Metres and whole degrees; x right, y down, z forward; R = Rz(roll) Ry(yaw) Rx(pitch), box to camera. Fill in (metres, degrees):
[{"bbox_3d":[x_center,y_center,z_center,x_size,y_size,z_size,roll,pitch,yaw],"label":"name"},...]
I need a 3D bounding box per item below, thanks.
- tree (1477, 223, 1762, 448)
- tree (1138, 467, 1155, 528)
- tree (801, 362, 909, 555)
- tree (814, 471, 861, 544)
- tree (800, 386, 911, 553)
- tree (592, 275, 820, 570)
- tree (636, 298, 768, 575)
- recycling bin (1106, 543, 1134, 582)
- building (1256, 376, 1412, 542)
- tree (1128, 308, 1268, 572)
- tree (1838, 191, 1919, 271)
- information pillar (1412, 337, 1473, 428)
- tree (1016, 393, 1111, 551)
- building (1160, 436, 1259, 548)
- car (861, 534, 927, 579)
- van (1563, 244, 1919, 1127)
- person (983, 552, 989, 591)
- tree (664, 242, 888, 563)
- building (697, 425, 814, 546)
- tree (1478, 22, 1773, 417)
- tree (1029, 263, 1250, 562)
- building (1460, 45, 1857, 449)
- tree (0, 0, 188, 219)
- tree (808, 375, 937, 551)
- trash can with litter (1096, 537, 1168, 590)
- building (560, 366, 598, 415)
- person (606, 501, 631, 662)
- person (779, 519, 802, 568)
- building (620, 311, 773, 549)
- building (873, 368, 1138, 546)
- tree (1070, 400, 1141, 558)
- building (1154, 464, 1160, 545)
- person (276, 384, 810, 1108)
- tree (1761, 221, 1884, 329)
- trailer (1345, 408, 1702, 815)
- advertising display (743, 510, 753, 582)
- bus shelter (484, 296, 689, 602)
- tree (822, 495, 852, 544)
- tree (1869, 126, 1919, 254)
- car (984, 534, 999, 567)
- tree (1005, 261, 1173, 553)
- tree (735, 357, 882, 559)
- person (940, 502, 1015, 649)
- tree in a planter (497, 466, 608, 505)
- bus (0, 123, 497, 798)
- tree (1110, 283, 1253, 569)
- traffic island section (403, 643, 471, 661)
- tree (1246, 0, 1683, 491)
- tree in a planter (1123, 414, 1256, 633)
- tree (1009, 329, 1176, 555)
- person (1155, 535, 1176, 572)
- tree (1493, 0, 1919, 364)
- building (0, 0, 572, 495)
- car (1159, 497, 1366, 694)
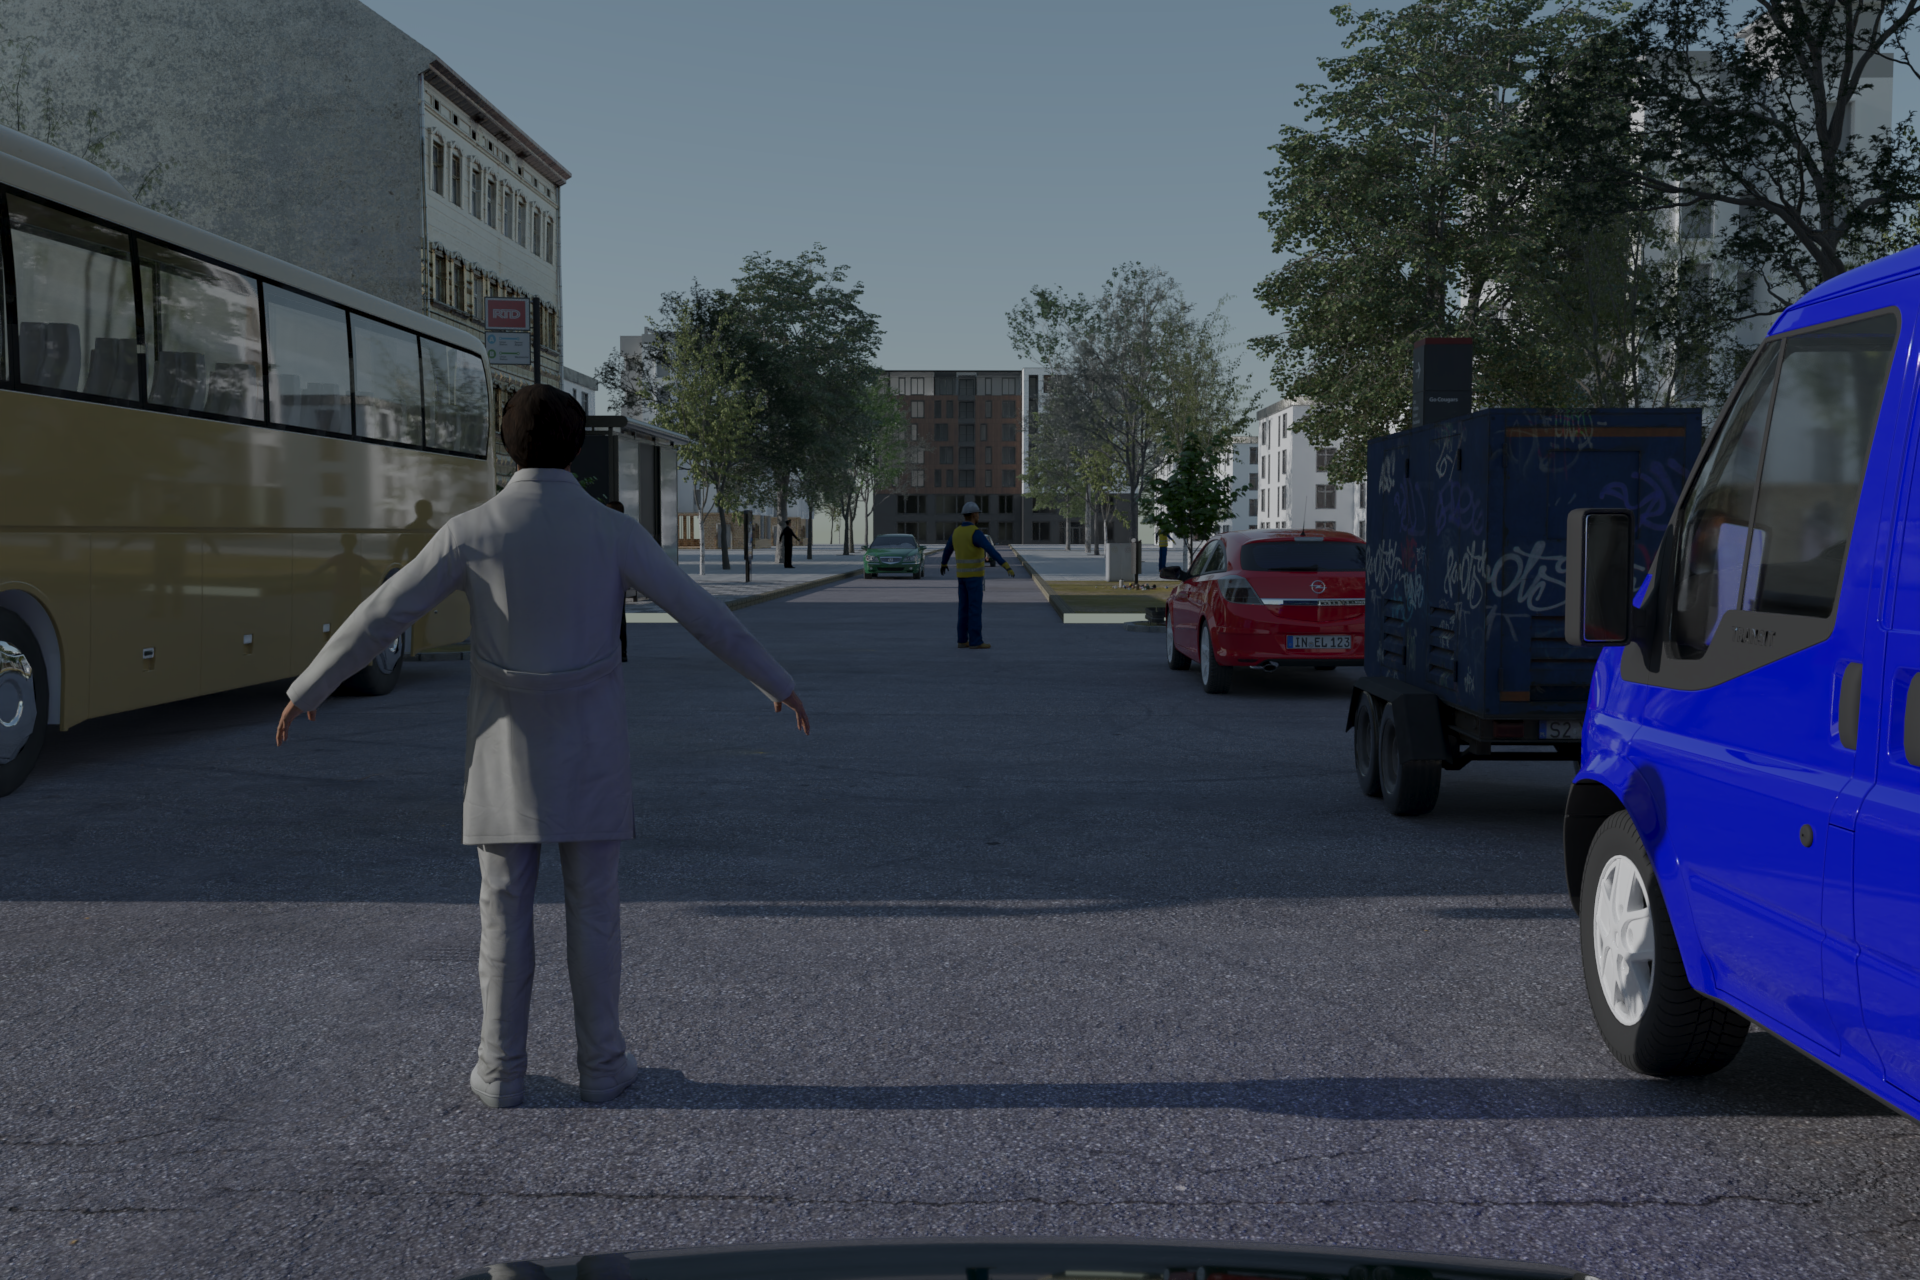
[{"bbox_3d":[17.945,-6.883,46.955,8.767,10.594,7.601,0,4,5],"label":"tree"},{"bbox_3d":[26.581,-18.785,225.266,7.486,12.596,7.792,0,3,0],"label":"tree"},{"bbox_3d":[-6.889,-10.907,104.091,9.928,11.665,9.643,0,3,0],"label":"tree"},{"bbox_3d":[-16.053,-17.451,219.740,7.601,10.594,8.767,1,4,10],"label":"tree"},{"bbox_3d":[-7.219,-11.668,116.523,9.928,11.665,9.643,0,3,0],"label":"tree"},{"bbox_3d":[-8.667,-7.834,62.506,7.601,10.594,8.767,3,5,44],"label":"tree"},{"bbox_3d":[-8.021,-6.327,53.814,4.737,8.622,4.395,0,3,0],"label":"tree"},{"bbox_3d":[4.324,-2.096,46.824,0.722,1.027,0.722,0,4,1],"label":"recycling bin"},{"bbox_3d":[24.535,-9.952,104.866,9.099,9.664,28.070,0,4,1],"label":"building"},{"bbox_3d":[7.664,-6.519,56.952,4.737,8.622,4.395,0,3,0],"label":"tree"},{"bbox_3d":[19.087,-5.139,34.383,4.737,8.622,4.395,0,3,0],"label":"tree"},{"bbox_3d":[6.428,-2.067,23.173,0.750,3.857,0.750,0,4,1],"label":"information pillar"},{"bbox_3d":[8.184,-13.194,133.845,7.486,12.596,7.792,0,3,0],"label":"tree"},{"bbox_3d":[24.397,-13.484,162.614,9.099,9.664,28.070,0,4,1],"label":"building"},{"bbox_3d":[-2.122,-2.736,56.534,2.131,1.459,4.920,0,4,1],"label":"car"},{"bbox_3d":[2.651,0.094,2.844,2.240,2.365,5.245,0,4,1],"label":"van"},{"bbox_3d":[0.460,-1.925,43.204,0.599,1.433,0.991,2,4,31],"label":"person"},{"bbox_3d":[-7.917,-10.335,75.634,9.857,13.997,8.962,0,3,0],"label":"tree"},{"bbox_3d":[-22.040,-20.120,185.386,16.016,20.090,11.380,0,4,2],"label":"building"},{"bbox_3d":[9.869,-4.599,25.554,4.360,8.622,3.978,0,3,0],"label":"tree"},{"bbox_3d":[7.955,-10.275,78.369,12.009,13.543,11.850,0,3,0],"label":"tree"},{"bbox_3d":[26.797,-13.281,73.567,16.016,20.090,11.380,0,4,2],"label":"building"},{"bbox_3d":[-12.797,-4.383,22.017,4.360,8.622,3.978,0,3,0],"label":"tree"},{"bbox_3d":[-6.847,-13.331,128.331,12.009,13.543,11.850,0,3,0],"label":"tree"},{"bbox_3d":[4.038,-1.798,40.456,1.678,1.210,2.233,0,4,2],"label":"trash can with litter"},{"bbox_3d":[-24.218,-9.309,94.356,9.099,9.664,28.070,0,4,0],"label":"building"},{"bbox_3d":[-3.885,-0.658,19.445,0.704,1.802,1.346,-1,4,-14],"label":"person"},{"bbox_3d":[-6.409,-3.608,64.931,0.705,1.837,1.347,-3,5,-43],"label":"person"},{"bbox_3d":[-22.567,-17.804,147.510,16.016,20.090,11.380,0,4,0],"label":"building"},{"bbox_3d":[5.336,-23.146,224.861,32.646,21.610,27.936,0,4,-1],"label":"building"},{"bbox_3d":[7.806,-8.679,92.270,4.737,8.622,4.395,0,3,0],"label":"tree"},{"bbox_3d":[27.110,-15.226,191.096,9.099,9.664,28.070,0,4,1],"label":"building"},{"bbox_3d":[-1.048,0.259,4.413,1.347,1.806,0.705,-1,4,-10],"label":"person"},{"bbox_3d":[20.426,-5.504,40.355,4.360,8.622,3.978,0,3,0],"label":"tree"},{"bbox_3d":[2.926,-0.169,9.814,1.471,1.999,3.904,0,4,2],"label":"trailer"},{"bbox_3d":[-5.678,-2.524,46.476,0.123,1.923,0.974,0,4,0],"label":"advertising display"},{"bbox_3d":[-6.883,-3.327,32.032,2.179,5.291,8.768,0,4,1],"label":"bus shelter"},{"bbox_3d":[-16.036,-16.892,226.549,4.737,8.622,4.395,0,3,0],"label":"tree"},{"bbox_3d":[17.386,-4.809,28.982,4.737,8.622,4.395,0,3,0],"label":"tree"},{"bbox_3d":[0.728,-4.106,76.923,2.009,1.686,4.222,0,4,0],"label":"car"},{"bbox_3d":[10.312,-16.081,118.811,12.611,20.169,13.585,0,3,0],"label":"tree"},{"bbox_3d":[-7.727,-9.347,87.241,8.767,10.594,7.601,1,4,11],"label":"tree"},{"bbox_3d":[0.155,-0.813,21.725,0.705,1.833,1.349,-3,5,-41],"label":"person"},{"bbox_3d":[-6.244,-1.741,25.690,1.991,3.239,1.994,0,4,2],"label":"tree in a planter"},{"bbox_3d":[-6.308,-1.283,12.529,2.896,3.916,12.252,0,4,1],"label":"bus"},{"bbox_3d":[6.885,-6.128,50.548,4.360,8.622,3.978,0,3,0],"label":"tree"},{"bbox_3d":[-6.398,0.145,20.501,1.991,0.108,1.994,0,4,1],"label":"traffic island section"},{"bbox_3d":[10.552,-8.015,37.699,9.857,13.997,8.962,0,3,0],"label":"tree"},{"bbox_3d":[3.479,-1.757,25.955,1.991,3.239,1.994,0,4,1],"label":"tree in a planter"},{"bbox_3d":[8.118,-11.837,103.899,12.009,13.543,11.850,0,3,0],"label":"tree"},{"bbox_3d":[6.936,-3.187,58.568,0.721,1.772,1.216,-2,4,-25],"label":"person"},{"bbox_3d":[9.195,-5.052,17.010,8.767,10.594,7.601,3,4,38],"label":"tree"},{"bbox_3d":[-26.148,-14.259,64.056,19.493,23.208,18.063,0,4,1],"label":"building"},{"bbox_3d":[3.090,-0.488,17.021,2.155,1.783,4.494,0,4,0],"label":"car"}]
